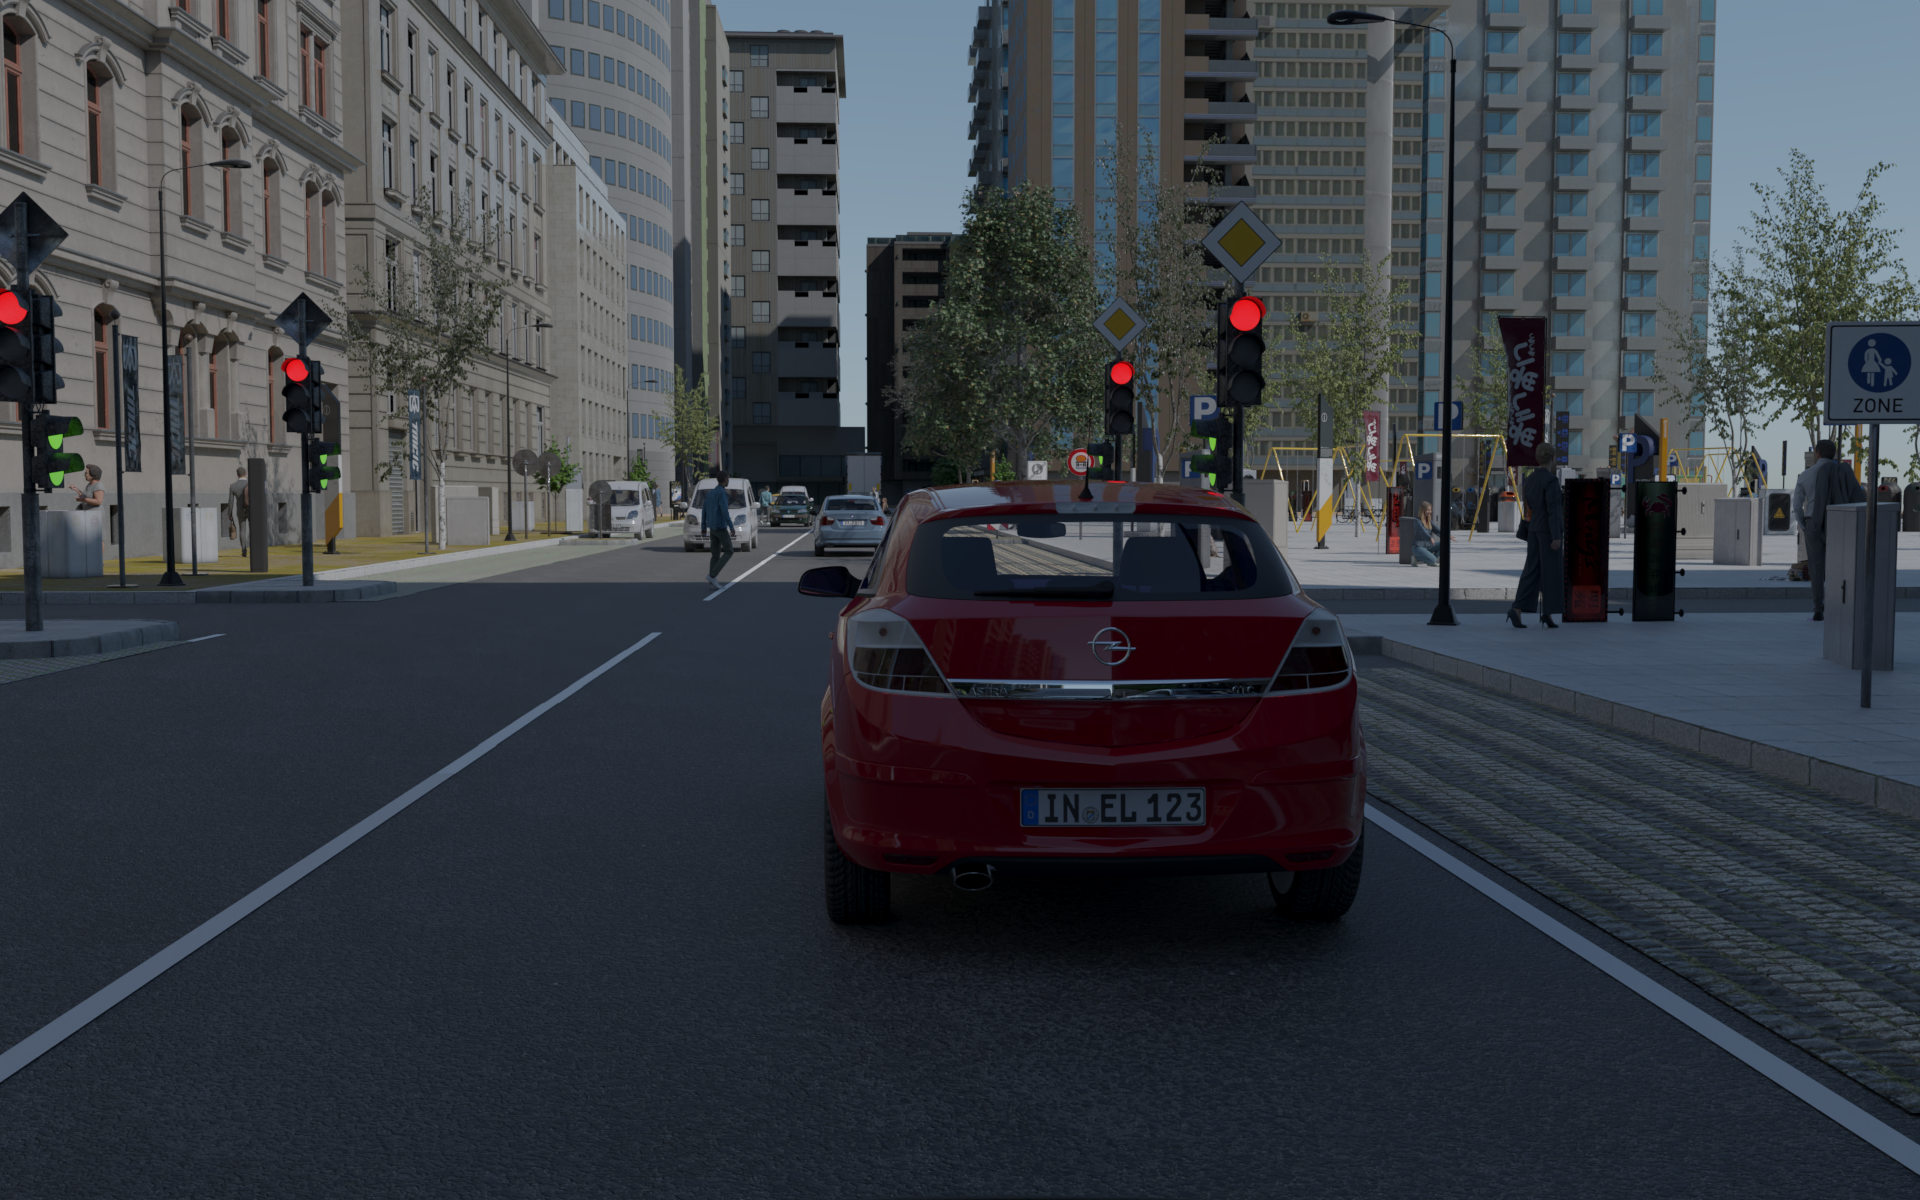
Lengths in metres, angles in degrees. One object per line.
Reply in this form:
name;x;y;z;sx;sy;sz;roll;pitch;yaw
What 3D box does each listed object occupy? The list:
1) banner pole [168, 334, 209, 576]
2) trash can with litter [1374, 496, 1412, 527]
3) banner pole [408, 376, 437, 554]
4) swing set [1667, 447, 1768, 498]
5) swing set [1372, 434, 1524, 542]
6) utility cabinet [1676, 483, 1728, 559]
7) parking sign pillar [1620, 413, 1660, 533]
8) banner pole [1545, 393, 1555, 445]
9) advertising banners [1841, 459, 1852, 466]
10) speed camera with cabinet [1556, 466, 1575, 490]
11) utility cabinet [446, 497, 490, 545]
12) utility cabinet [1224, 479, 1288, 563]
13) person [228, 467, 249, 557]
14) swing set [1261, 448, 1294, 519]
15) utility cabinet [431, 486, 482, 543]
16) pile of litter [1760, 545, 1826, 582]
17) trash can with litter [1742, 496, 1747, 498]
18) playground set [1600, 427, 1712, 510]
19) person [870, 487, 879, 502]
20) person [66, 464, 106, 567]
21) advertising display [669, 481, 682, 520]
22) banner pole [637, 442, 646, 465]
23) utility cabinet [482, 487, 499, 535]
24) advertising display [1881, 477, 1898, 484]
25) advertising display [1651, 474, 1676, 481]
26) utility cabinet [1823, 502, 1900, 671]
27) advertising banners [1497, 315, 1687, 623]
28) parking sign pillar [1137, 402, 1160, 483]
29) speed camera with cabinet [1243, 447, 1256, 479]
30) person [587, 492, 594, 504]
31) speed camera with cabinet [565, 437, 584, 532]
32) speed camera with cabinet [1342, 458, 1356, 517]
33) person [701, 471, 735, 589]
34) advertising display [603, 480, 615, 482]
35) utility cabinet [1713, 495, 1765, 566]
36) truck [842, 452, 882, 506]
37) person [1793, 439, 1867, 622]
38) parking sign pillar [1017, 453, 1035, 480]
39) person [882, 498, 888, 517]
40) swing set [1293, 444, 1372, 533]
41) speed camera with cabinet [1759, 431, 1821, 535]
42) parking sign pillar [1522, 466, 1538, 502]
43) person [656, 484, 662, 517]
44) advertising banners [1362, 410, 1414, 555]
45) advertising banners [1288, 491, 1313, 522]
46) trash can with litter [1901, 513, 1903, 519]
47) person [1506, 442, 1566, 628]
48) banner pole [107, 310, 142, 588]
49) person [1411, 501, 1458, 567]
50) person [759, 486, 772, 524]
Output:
banner pole;-12.281;-2.284;27.356;0.863;3.779;0.401;2;4;31
trash can with litter;17.401;-3.476;67.896;2.233;1.210;1.678;2;4;28
banner pole;-11.459;-2.857;36.721;0.401;3.779;0.863;1;4;13
swing set;25.090;-3.745;58.844;2.862;2.851;3.119;-1;4;-18
swing set;13.053;-2.933;45.570;3.119;2.851;2.862;-1;4;-15
utility cabinet;14.415;-1.548;33.987;1.173;1.500;0.318;0;4;-5
parking sign pillar;22.532;-4.190;56.982;1.447;3.967;1.447;-1;4;-18
banner pole;14.527;-3.228;42.798;0.401;3.779;0.863;3;4;37
advertising banners;45.110;-5.533;86.651;2.074;3.025;0.090;0;4;4
speed camera with cabinet;22.239;-4.133;61.913;2.038;3.252;0.660;0;4;-1
utility cabinet;-12.411;-1.989;43.685;1.020;1.237;0.306;0;4;-7
utility cabinet;4.581;-1.110;26.829;0.318;1.500;1.173;-2;4;-31
person;-14.539;-1.787;35.217;0.622;1.834;0.822;-2;4;-27
swing set;11.852;-3.754;58.993;3.119;2.851;2.862;-2;4;-27
utility cabinet;-13.168;-2.233;45.181;1.173;1.500;0.318;-3;5;-40
pile of litter;12.818;-0.713;25.630;1.176;0.858;1.719;-3;5;-41
trash can with litter;28.043;-3.112;61.944;1.678;1.210;2.233;1;4;10
playground set;28.137;-5.172;71.345;5.302;4.214;5.637;0;4;7
person;-4.982;-5.590;99.775;0.514;1.842;0.818;-2;4;-32
person;-14.601;-1.378;28.935;0.716;1.782;0.532;3;5;44
advertising display;-13.979;-4.889;85.142;0.123;1.923;0.974;1;4;21
banner pole;-15.463;-5.763;84.235;0.401;3.779;0.863;-3;5;-45
utility cabinet;-14.949;-2.780;54.128;1.173;1.500;0.318;2;4;28
advertising display;34.665;-3.635;64.651;0.974;1.923;0.123;-2;4;-34
advertising display;22.483;-3.068;55.381;0.974;1.923;0.123;-2;4;-26
utility cabinet;6.776;-0.116;13.065;0.306;1.237;1.020;1;4;16
advertising banners;6.278;-1.287;17.236;2.074;3.025;0.090;-1;4;-10
parking sign pillar;5.557;-3.835;51.171;1.447;3.967;1.447;1;4;17
speed camera with cabinet;9.846;-4.235;63.581;2.038;3.252;0.660;-1;4;-20
person;-16.177;-4.261;76.541;0.643;1.720;0.563;3;5;40
speed camera with cabinet;-13.236;-3.979;59.384;0.660;3.252;2.038;-1;4;-12
speed camera with cabinet;21.405;-6.160;95.050;0.660;3.252;2.038;0;4;5
person;-3.642;-1.046;25.939;0.444;1.785;0.601;-2;4;-32
advertising display;-16.116;-4.533;79.324;0.974;1.923;0.123;3;4;38
utility cabinet;14.087;-1.236;31.372;0.306;1.237;1.020;-1;4;-12
truck;-6.869;-8.162;122.362;2.839;4.237;11.283;0;4;-4
person;8.686;-0.682;17.298;0.679;1.850;0.850;2;4;28
parking sign pillar;2.747;-5.164;72.903;1.447;3.967;1.447;-1;4;-13
person;-3.506;-4.066;79.647;0.373;1.253;0.362;1;4;18
swing set;12.574;-3.530;55.340;2.862;2.851;3.119;0;4;-5
speed camera with cabinet;26.284;-3.675;54.419;2.038;3.252;0.660;1;4;9
parking sign pillar;25.079;-5.364;76.170;1.447;3.967;1.447;0;4;6
person;-16.834;-5.526;96.424;0.581;1.822;0.654;-3;4;-36
advertising banners;9.272;-2.484;36.807;2.074;3.025;0.090;-2;4;-33
advertising banners;16.074;-5.136;80.163;2.074;3.025;0.090;3;5;40
trash can with litter;48.978;-4.772;89.405;1.055;1.170;0.624;-2;4;-27
person;5.549;-0.615;16.525;0.534;1.772;0.576;-3;4;-37
banner pole;-11.503;-2.073;23.916;0.401;3.779;0.863;0;4;1
person;8.341;-1.157;30.455;1.012;1.151;0.738;-3;4;-38
person;-9.321;-4.542;82.786;0.660;1.820;0.620;1;4;13
